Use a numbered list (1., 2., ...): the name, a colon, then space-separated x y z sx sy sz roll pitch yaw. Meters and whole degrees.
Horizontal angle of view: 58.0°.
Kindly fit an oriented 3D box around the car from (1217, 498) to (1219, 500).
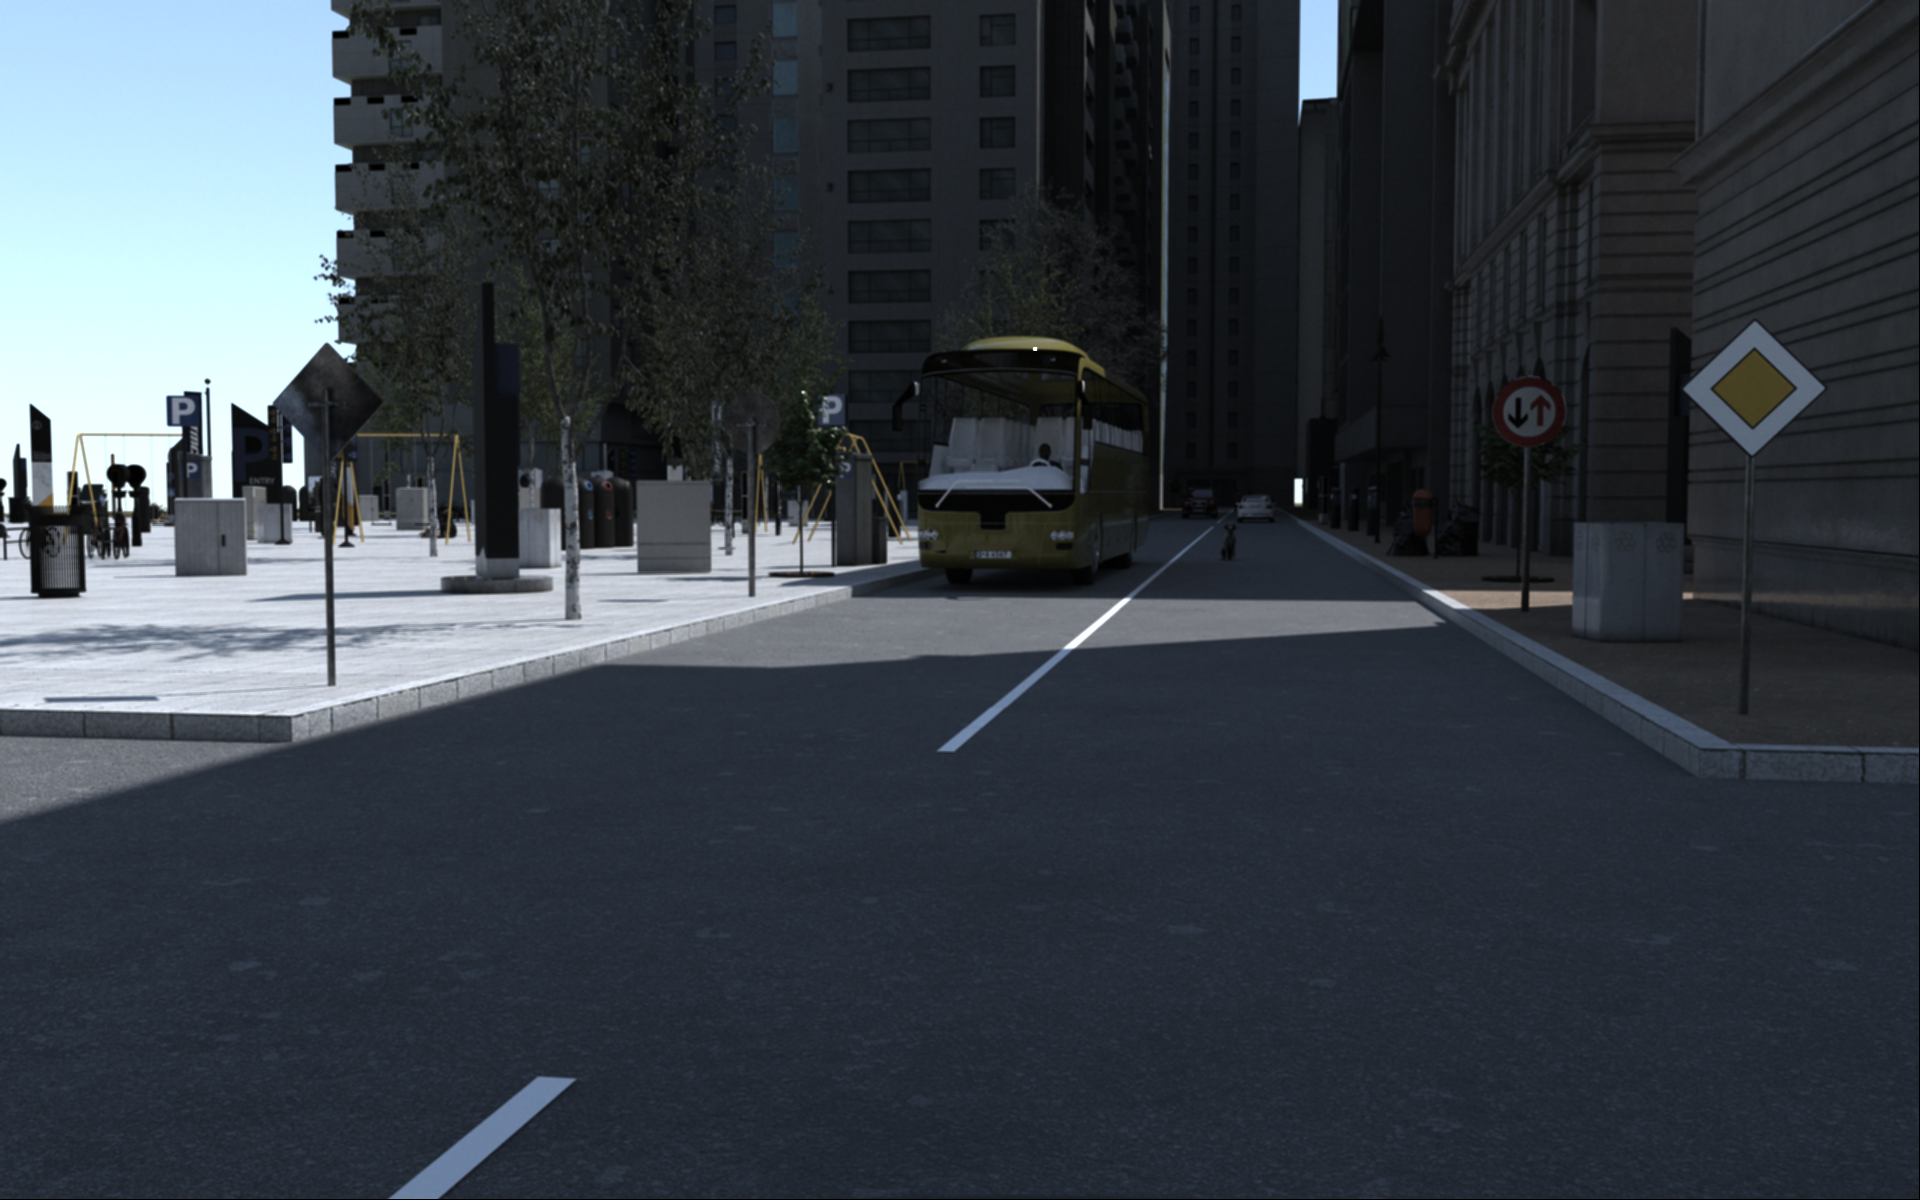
1. car: 19.203 -7.753 135.801 2.155 1.783 4.494 1 4 11

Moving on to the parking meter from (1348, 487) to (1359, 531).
1. parking meter: 13.650 -3.159 60.065 0.372 1.533 0.369 0 3 0

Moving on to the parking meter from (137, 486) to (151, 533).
1. parking meter: -27.241 -3.021 57.804 0.372 1.533 0.369 0 3 0

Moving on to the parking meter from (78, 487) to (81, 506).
1. parking meter: -32.973 -3.435 64.575 0.372 1.533 0.369 0 3 0

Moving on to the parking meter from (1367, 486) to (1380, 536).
1. parking meter: 12.750 -2.753 53.422 0.372 1.533 0.369 0 3 0

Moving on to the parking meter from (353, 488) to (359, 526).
1. parking meter: -24.528 -3.771 70.064 0.372 1.533 0.369 0 3 0

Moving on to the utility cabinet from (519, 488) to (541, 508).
1. utility cabinet: -14.749 -3.104 59.433 0.318 1.500 1.173 3 4 37

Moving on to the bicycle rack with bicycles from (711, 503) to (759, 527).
1. bicycle rack with bicycles: -9.530 -3.435 69.546 2.925 0.926 2.852 -3 5 -43

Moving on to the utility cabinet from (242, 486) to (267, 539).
1. utility cabinet: -19.803 -2.447 48.684 0.318 1.500 1.173 0 4 -4

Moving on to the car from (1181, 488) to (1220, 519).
1. car: 14.195 -5.726 102.292 2.281 1.827 5.304 1 4 9

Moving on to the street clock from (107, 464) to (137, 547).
1. street clock: -20.285 -2.277 41.800 0.471 2.002 0.358 0 4 8

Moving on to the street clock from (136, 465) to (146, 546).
1. street clock: -20.227 -2.320 42.506 0.471 2.002 0.358 -1 4 -11

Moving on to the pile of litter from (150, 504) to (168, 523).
1. pile of litter: -36.019 -3.891 77.587 1.719 0.858 1.176 -1 4 -19

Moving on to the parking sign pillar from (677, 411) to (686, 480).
1. parking sign pillar: -9.016 -4.088 55.306 1.447 3.967 1.447 -1 4 -15

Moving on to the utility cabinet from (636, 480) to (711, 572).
1. utility cabinet: -4.649 -1.190 28.138 1.173 1.500 0.318 -1 4 -12

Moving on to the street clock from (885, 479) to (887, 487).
1. street clock: -3.765 -4.899 84.670 0.358 2.002 0.471 2 4 30

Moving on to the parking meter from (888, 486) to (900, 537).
1. parking meter: -1.963 -2.641 51.586 0.372 1.533 0.369 0 3 0

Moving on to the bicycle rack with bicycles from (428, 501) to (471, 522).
1. bicycle rack with bicycles: -26.461 -4.603 88.641 2.925 0.926 2.852 -3 4 -38

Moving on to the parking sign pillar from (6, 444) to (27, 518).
1. parking sign pillar: -50.474 -6.393 92.996 1.447 3.967 1.447 -3 4 -38

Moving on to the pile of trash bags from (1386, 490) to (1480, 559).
1. pile of trash bags: 9.761 -1.597 35.863 1.912 1.369 3.447 1 4 21

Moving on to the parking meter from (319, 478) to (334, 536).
1. parking meter: -19.321 -2.880 52.798 0.399 1.863 0.255 -1 4 -18

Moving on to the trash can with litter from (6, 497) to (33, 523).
1. trash can with litter: -42.218 -4.058 77.737 1.055 1.170 0.624 -3 5 -42

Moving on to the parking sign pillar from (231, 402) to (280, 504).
1. parking sign pillar: -20.701 -3.821 50.947 1.447 3.967 1.447 -1 4 -18

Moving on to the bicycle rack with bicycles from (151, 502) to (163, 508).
1. bicycle rack with bicycles: -37.249 -4.189 81.864 2.852 0.926 2.925 0 4 7

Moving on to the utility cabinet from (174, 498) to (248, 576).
1. utility cabinet: -11.779 -0.983 27.239 1.020 1.237 0.306 -1 4 -17

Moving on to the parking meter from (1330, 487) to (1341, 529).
1. parking meter: 13.952 -3.419 64.316 0.372 1.533 0.369 0 3 0

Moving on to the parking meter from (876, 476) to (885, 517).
1. parking meter: -2.635 -3.165 57.464 0.255 1.863 0.399 0 4 -5

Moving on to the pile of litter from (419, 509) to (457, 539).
1. pile of litter: -15.343 -2.254 50.815 1.176 0.858 1.719 0 4 8

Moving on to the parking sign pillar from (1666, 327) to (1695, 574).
1. parking sign pillar: 12.204 -2.429 28.194 1.447 3.967 1.447 -1 4 -15

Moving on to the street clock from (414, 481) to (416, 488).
1. street clock: -25.494 -4.718 81.709 0.471 2.002 0.358 1 4 11

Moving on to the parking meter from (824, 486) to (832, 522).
1. parking meter: -6.126 -4.591 80.780 0.399 1.863 0.255 -2 4 -24

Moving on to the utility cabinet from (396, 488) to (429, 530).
1. utility cabinet: -19.249 -3.190 60.842 1.173 1.500 0.318 1 4 22

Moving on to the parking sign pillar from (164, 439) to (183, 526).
1. parking sign pillar: -31.096 -4.940 69.243 1.447 3.967 1.447 1 4 15

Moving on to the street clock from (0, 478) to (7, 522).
1. street clock: -43.788 -4.556 79.068 0.471 2.002 0.358 -1 4 -10

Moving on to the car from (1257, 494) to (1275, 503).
1. car: 21.072 -6.687 121.330 2.014 1.417 4.499 0 4 8

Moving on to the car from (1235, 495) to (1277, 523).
1. car: 15.006 -4.615 87.815 2.083 1.381 4.827 1 4 10

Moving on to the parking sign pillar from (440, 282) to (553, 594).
1. parking sign pillar: -6.125 -2.100 22.814 1.447 3.967 1.447 -1 4 -22

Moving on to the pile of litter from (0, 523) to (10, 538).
1. pile of litter: -28.693 -2.245 50.678 1.719 0.858 1.176 -3 5 -41

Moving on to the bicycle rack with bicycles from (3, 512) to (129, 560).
1. bicycle rack with bicycles: -17.743 -1.311 34.815 2.852 0.926 2.925 -1 4 -10

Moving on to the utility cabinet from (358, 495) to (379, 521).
1. utility cabinet: -27.944 -4.314 81.703 0.306 1.237 1.020 3 4 38

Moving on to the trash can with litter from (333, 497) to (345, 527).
1. trash can with litter: -24.147 -3.441 67.651 0.624 1.170 1.055 -1 4 -11
